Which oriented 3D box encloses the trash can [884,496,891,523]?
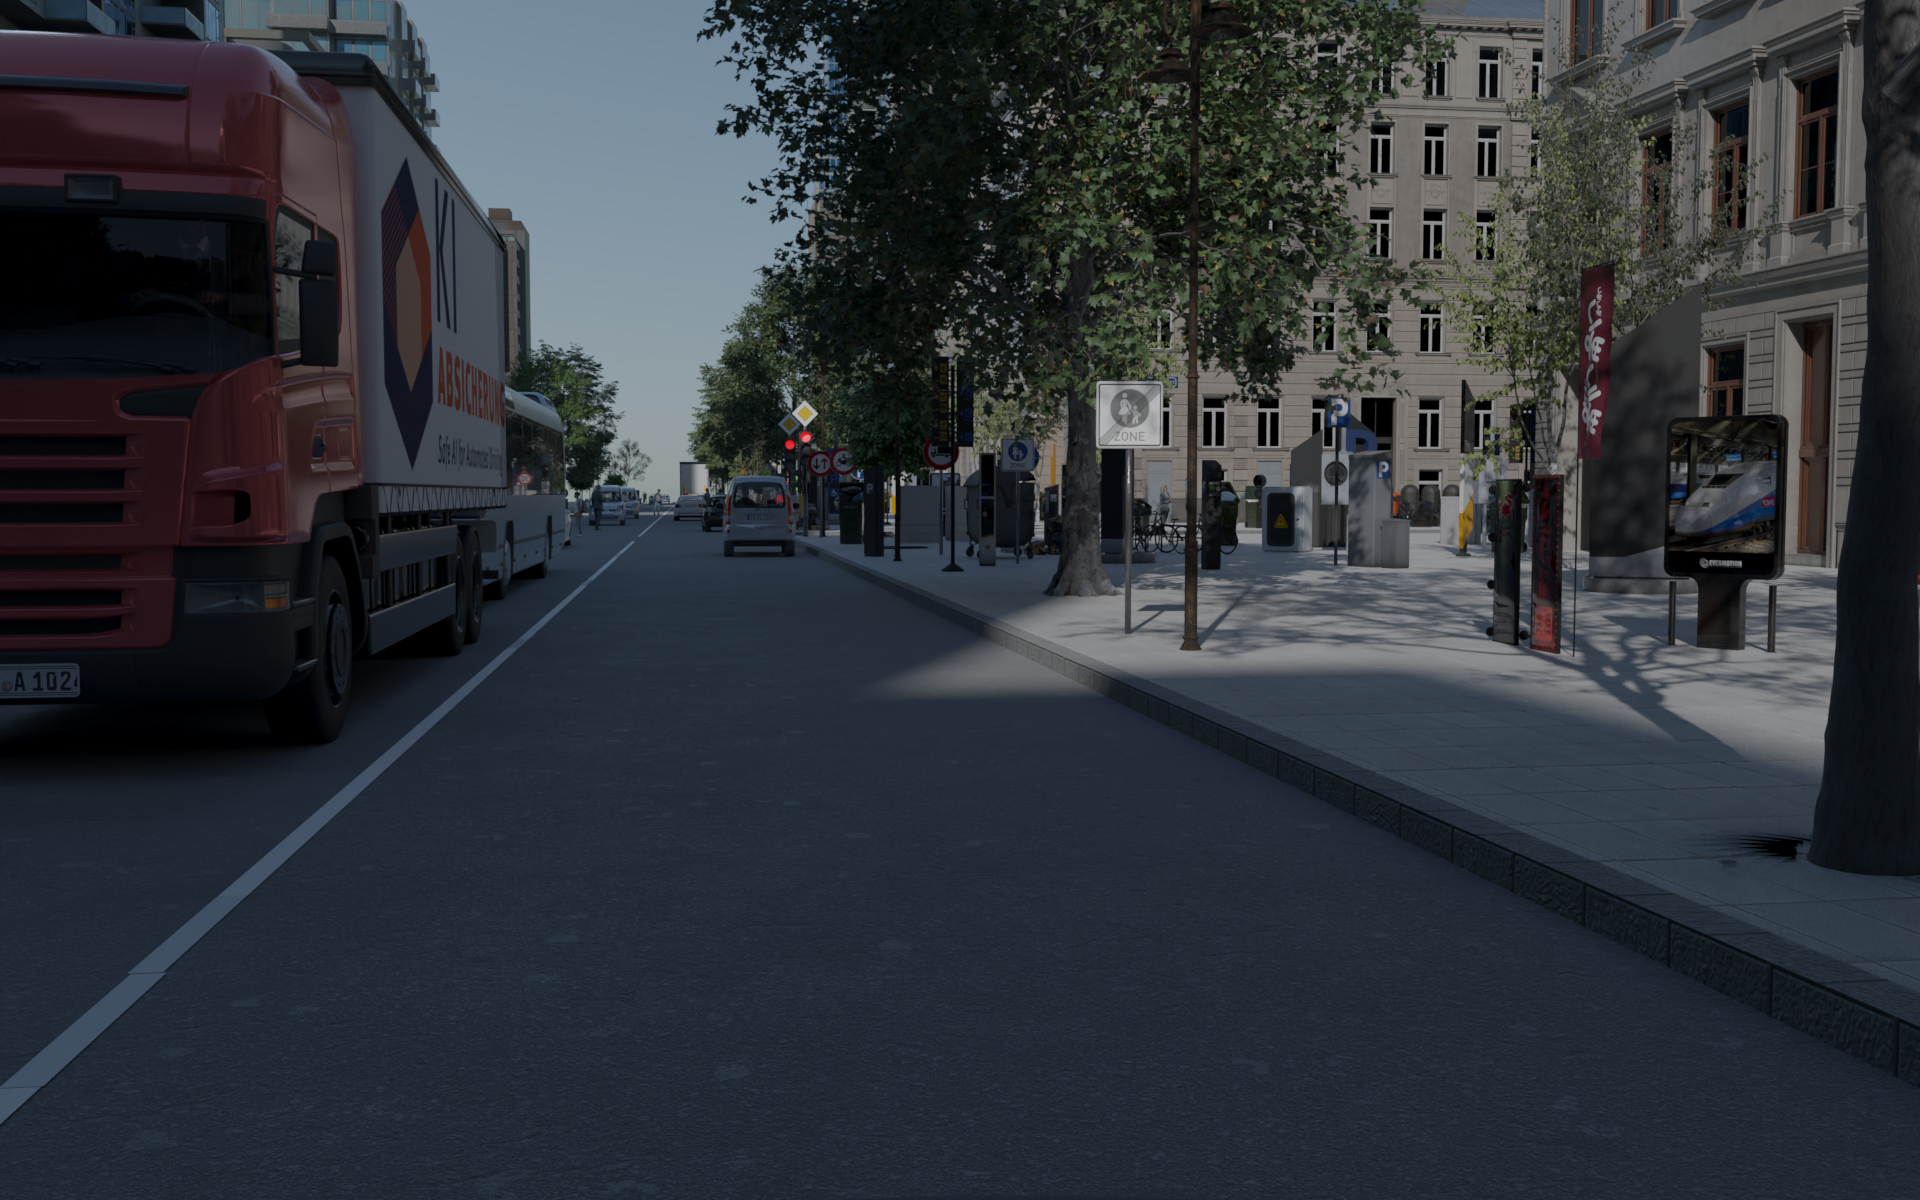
[{"bbox_3d":[-3.513,-3.794,73.679,0.748,1.137,0.748,0,3,0],"label":"trash can"}]

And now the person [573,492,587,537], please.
[{"bbox_3d":[-12.837,-2.888,58.321,0.503,1.515,0.523,2,4,26],"label":"person"}]

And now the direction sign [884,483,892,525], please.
[{"bbox_3d":[-3.036,-4.911,72.285,0.876,3.537,0.379,2,4,28],"label":"direction sign"}]

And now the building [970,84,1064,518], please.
[{"bbox_3d":[8.355,-19.469,104.229,13.634,28.700,20.117,-1,4,-9],"label":"building"}]

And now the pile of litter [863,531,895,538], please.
[{"bbox_3d":[-2.560,-2.316,51.832,1.176,0.858,1.719,-1,4,-15],"label":"pile of litter"}]

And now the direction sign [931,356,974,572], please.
[{"bbox_3d":[-0.119,-2.243,28.670,0.876,3.537,0.379,-3,5,-39],"label":"direction sign"}]

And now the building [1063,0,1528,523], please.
[{"bbox_3d":[18.036,-17.490,83.229,25.104,27.353,12.463,-1,4,-9],"label":"building"}]

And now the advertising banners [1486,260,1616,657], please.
[{"bbox_3d":[4.768,-1.093,14.058,0.090,3.025,2.074,0,4,-7],"label":"advertising banners"}]

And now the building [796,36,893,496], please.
[{"bbox_3d":[-14.923,-59.087,278.735,22.319,86.520,31.000,-1,4,-9],"label":"building"}]

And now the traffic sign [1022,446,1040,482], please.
[{"bbox_3d":[1.536,-2.555,41.876,0.768,2.556,0.104,0,4,0],"label":"traffic sign"}]

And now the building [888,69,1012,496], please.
[{"bbox_3d":[3.085,-43.977,157.282,20.563,71.187,20.611,-1,4,-9],"label":"building"}]

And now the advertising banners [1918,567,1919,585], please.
[{"bbox_3d":[13.602,-1.727,24.417,2.074,3.025,0.090,-2,4,-24],"label":"advertising banners"}]

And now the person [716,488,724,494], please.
[{"bbox_3d":[-14.862,-6.002,106.890,0.793,1.790,0.793,3,4,36],"label":"person"}]

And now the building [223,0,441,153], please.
[{"bbox_3d":[-62.290,-33.443,166.399,23.786,49.044,30.456,-1,4,-9],"label":"building"}]

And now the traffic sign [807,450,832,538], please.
[{"bbox_3d":[-4.079,-3.093,50.683,0.768,2.556,0.104,-1,4,-8],"label":"traffic sign"}]

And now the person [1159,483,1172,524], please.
[{"bbox_3d":[6.767,-2.941,56.774,0.537,1.800,0.526,-3,5,-44],"label":"person"}]

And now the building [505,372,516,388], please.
[{"bbox_3d":[-76.400,-24.060,238.415,27.650,21.520,28.899,-1,4,-9],"label":"building"}]

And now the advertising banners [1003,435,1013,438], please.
[{"bbox_3d":[0.959,-3.344,50.870,0.090,3.025,2.074,3,4,37],"label":"advertising banners"}]

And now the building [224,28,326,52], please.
[{"bbox_3d":[-62.350,-27.356,139.151,32.217,40.220,23.993,-1,4,-9],"label":"building"}]

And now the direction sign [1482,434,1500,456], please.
[{"bbox_3d":[19.924,-4.467,65.028,0.876,3.537,0.379,-2,4,-29],"label":"direction sign"}]

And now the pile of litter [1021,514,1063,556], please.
[{"bbox_3d":[1.794,-1.404,36.913,1.176,0.858,1.719,2,4,31],"label":"pile of litter"}]

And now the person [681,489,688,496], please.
[{"bbox_3d":[-22.447,-8.151,141.733,1.348,1.831,0.705,-3,5,-41],"label":"person"}]

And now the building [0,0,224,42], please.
[{"bbox_3d":[-47.525,-46.953,80.361,22.319,86.520,31.000,-1,4,-9],"label":"building"}]

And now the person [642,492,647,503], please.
[{"bbox_3d":[-51.148,-16.718,281.857,1.348,1.822,0.705,-3,4,-38],"label":"person"}]

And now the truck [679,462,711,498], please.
[{"bbox_3d":[-23.744,-10.174,155.265,2.839,4.237,11.283,0,4,-8],"label":"truck"}]

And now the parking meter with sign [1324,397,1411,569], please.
[{"bbox_3d":[7.193,-2.091,30.443,0.543,3.016,1.738,-2,4,-30],"label":"parking meter with sign"}]

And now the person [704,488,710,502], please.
[{"bbox_3d":[-15.256,-5.800,103.611,0.573,1.790,0.520,1,4,22],"label":"person"}]

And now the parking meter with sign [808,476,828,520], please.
[{"bbox_3d":[-5.806,-4.798,74.715,1.738,3.016,0.543,-2,4,-27],"label":"parking meter with sign"}]

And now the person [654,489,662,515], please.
[{"bbox_3d":[-20.730,-6.726,118.812,0.623,1.781,0.721,0,4,4],"label":"person"}]

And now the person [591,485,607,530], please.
[{"bbox_3d":[-14.335,-3.683,68.895,0.661,1.801,0.590,2,4,35],"label":"person"}]

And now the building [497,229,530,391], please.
[{"bbox_3d":[-72.435,-35.264,260.152,14.154,41.232,14.086,-1,4,-9],"label":"building"}]

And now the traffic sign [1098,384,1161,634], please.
[{"bbox_3d":[1.539,-0.837,15.813,0.606,2.300,0.079,0,4,-4],"label":"traffic sign"}]

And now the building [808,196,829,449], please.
[{"bbox_3d":[-14.933,-37.073,256.257,14.600,45.320,14.200,-1,4,-9],"label":"building"}]

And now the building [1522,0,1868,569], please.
[{"bbox_3d":[19.853,-11.904,30.781,11.583,22.565,21.152,-1,4,-9],"label":"building"}]

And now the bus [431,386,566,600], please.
[{"bbox_3d":[-7.797,-1.912,26.115,2.948,3.499,13.247,-1,4,-8],"label":"bus"}]

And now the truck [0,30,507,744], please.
[{"bbox_3d":[-5.277,-1.482,13.144,2.839,4.237,11.283,-1,4,-9],"label":"truck"}]

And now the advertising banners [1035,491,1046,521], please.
[{"bbox_3d":[3.270,-5.304,82.901,2.074,3.025,0.090,-1,4,-12],"label":"advertising banners"}]

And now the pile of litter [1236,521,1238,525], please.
[{"bbox_3d":[10.936,-3.527,71.625,1.176,0.858,1.719,1,4,10],"label":"pile of litter"}]

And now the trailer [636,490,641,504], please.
[{"bbox_3d":[-45.899,-14.581,245.447,1.471,1.999,3.904,-1,4,-11],"label":"trailer"}]

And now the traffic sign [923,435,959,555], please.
[{"bbox_3d":[-0.397,-2.222,36.442,0.768,2.556,0.104,0,4,-4],"label":"traffic sign"}]

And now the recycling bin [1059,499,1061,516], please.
[{"bbox_3d":[5.060,-4.182,80.925,0.722,1.027,0.722,-1,4,-15],"label":"recycling bin"}]

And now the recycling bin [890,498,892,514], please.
[{"bbox_3d":[-4.188,-6.155,113.190,0.722,1.027,0.722,0,4,2],"label":"recycling bin"}]

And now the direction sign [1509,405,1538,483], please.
[{"bbox_3d":[14.342,-3.173,43.873,0.876,3.537,0.379,0,4,2],"label":"direction sign"}]

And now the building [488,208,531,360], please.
[{"bbox_3d":[-75.495,-38.148,273.837,14.600,45.320,14.200,-1,4,-9],"label":"building"}]

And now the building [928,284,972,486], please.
[{"bbox_3d":[5.823,-20.704,125.900,14.401,28.519,23.554,-1,4,-9],"label":"building"}]

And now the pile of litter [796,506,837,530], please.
[{"bbox_3d":[-5.148,-2.920,61.701,1.719,0.858,1.176,-1,4,-17],"label":"pile of litter"}]

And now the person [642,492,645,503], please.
[{"bbox_3d":[-52.612,-17.115,288.321,1.348,1.826,0.705,3,5,43],"label":"person"}]

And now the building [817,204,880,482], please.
[{"bbox_3d":[-13.002,-34.177,242.395,14.154,41.232,14.086,-1,4,-9],"label":"building"}]

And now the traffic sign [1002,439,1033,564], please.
[{"bbox_3d":[1.056,-1.812,31.752,0.606,2.300,0.079,0,4,0],"label":"traffic sign"}]

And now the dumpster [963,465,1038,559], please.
[{"bbox_3d":[0.816,-1.772,34.730,1.264,1.857,1.865,-1,4,-9],"label":"dumpster"}]
